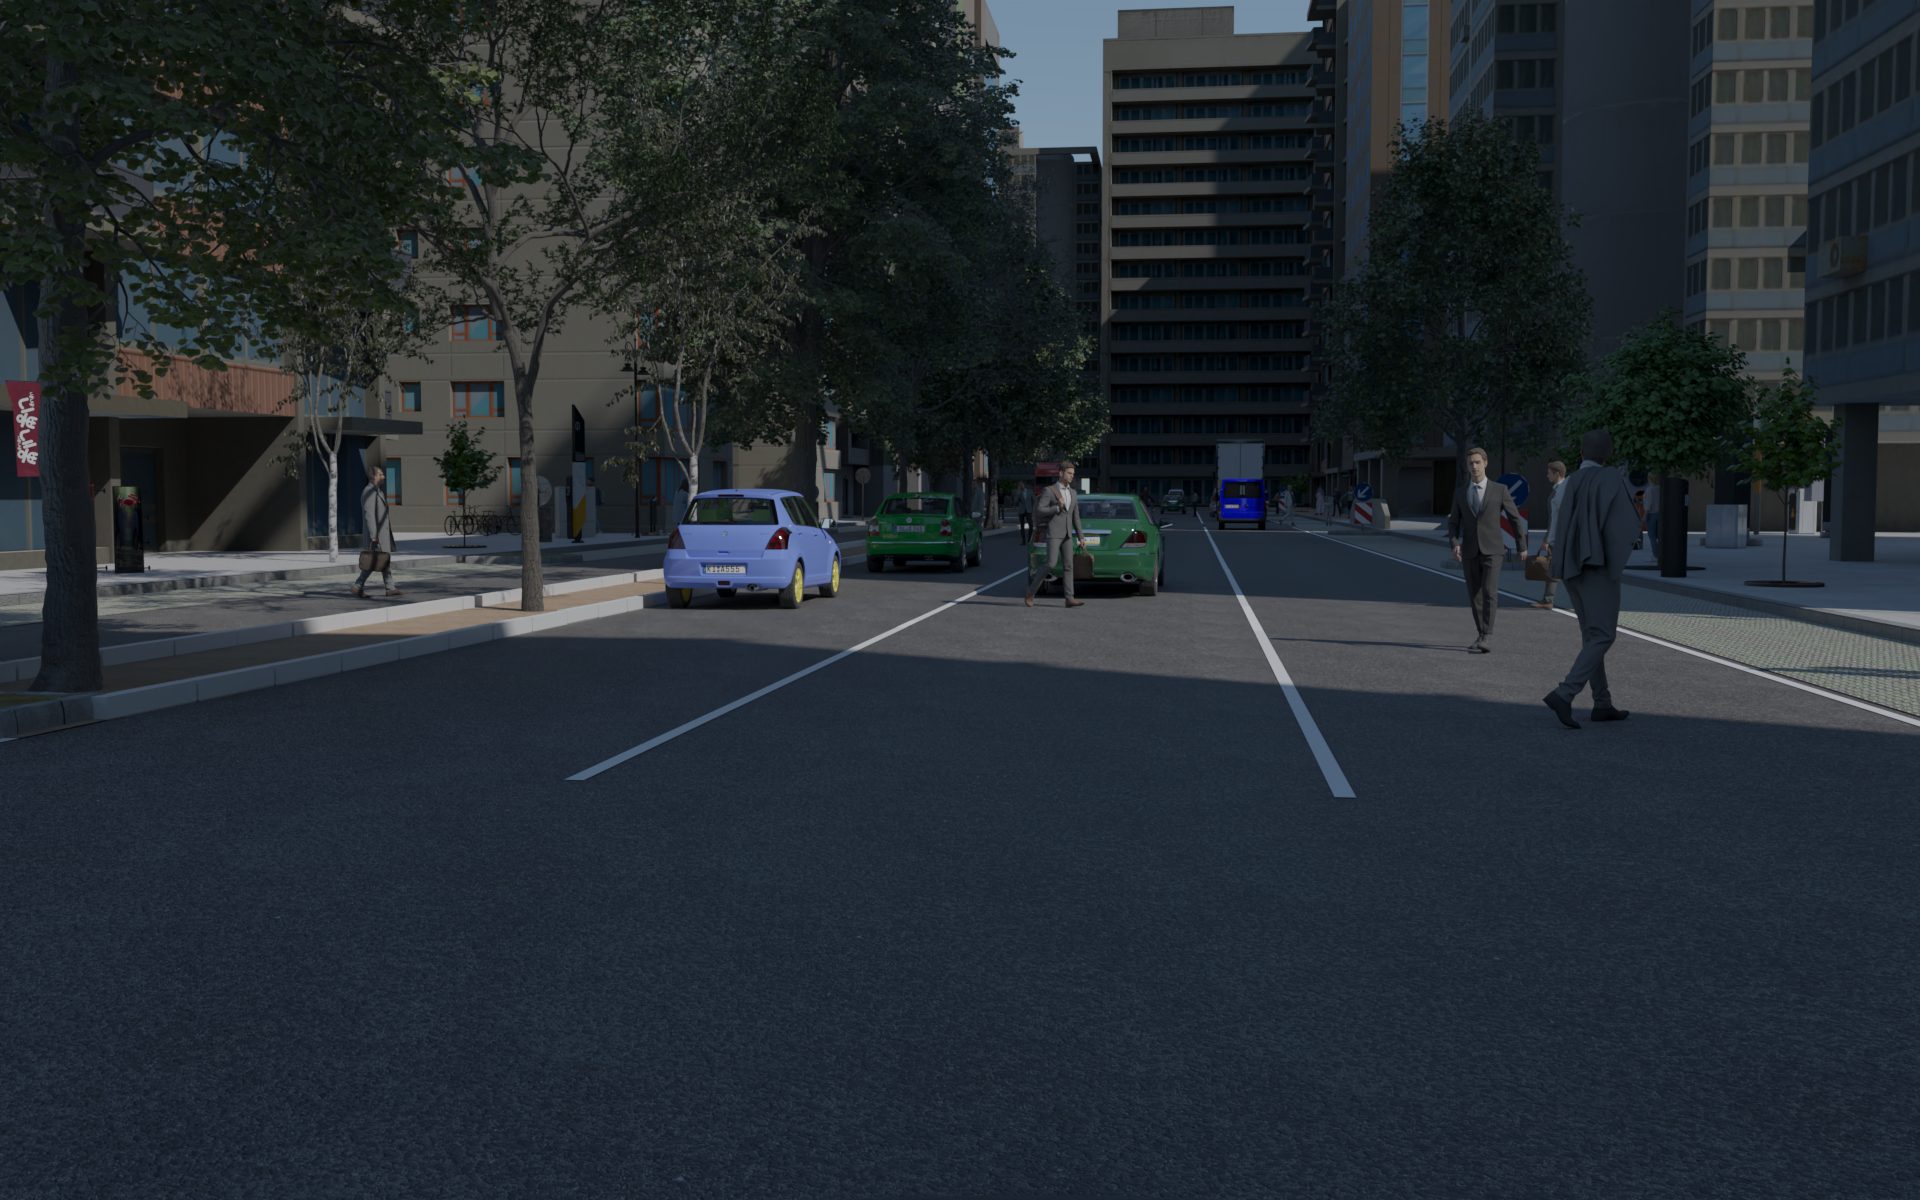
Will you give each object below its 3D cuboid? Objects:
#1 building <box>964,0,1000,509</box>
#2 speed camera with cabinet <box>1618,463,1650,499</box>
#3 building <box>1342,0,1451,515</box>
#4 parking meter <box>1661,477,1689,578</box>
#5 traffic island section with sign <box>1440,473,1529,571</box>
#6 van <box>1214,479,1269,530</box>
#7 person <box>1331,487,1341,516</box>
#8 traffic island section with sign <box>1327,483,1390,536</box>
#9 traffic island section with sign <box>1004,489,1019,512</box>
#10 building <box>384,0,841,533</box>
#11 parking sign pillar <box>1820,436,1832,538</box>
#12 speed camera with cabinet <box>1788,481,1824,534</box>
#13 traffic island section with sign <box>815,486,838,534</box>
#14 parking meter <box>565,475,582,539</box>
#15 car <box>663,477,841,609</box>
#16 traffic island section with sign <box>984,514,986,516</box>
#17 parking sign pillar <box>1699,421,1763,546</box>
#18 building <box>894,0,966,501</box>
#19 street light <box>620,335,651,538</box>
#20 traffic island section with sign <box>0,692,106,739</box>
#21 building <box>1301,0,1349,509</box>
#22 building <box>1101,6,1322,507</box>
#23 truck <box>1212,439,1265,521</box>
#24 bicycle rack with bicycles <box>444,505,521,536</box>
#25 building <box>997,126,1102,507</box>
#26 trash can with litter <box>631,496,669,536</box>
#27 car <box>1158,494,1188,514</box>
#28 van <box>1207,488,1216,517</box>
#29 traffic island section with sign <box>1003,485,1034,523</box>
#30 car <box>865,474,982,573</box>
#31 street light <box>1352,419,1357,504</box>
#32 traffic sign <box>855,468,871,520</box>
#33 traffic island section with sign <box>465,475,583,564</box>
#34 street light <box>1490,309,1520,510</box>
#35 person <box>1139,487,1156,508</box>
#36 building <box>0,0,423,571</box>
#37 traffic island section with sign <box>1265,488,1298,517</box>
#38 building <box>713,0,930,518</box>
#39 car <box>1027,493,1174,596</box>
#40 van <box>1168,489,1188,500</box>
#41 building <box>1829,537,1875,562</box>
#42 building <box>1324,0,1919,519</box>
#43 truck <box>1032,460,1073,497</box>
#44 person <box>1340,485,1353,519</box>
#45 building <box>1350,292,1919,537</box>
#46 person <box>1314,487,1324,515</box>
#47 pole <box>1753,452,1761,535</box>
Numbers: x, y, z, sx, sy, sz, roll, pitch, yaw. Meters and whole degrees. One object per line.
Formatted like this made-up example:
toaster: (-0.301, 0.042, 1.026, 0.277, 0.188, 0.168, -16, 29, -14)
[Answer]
building: (-4.315, -30.819, 154.007, 14.200, 45.320, 14.600, 0, 4, 7)
speed camera with cabinet: (16.132, -2.987, 43.167, 2.038, 3.252, 0.660, 0, 4, -2)
building: (29.139, -27.274, 96.041, 14.600, 45.320, 14.200, 0, 4, 7)
parking meter: (11.013, -1.118, 26.684, 0.372, 1.533, 0.369, 0, 3, 0)
traffic island section with sign: (10.290, -1.500, 33.154, 1.989, 1.847, 2.006, 0, 4, 7)
van: (11.451, -4.034, 70.339, 2.240, 2.365, 5.245, 1, 4, 9)
person: (21.704, -5.683, 99.874, 0.530, 1.710, 0.541, -3, 5, -40)
traffic island section with sign: (13.866, -3.165, 60.369, 1.989, 1.847, 2.006, 0, 4, 7)
traffic island section with sign: (4.490, -7.969, 138.923, 1.989, 1.847, 2.006, 0, 4, 7)
building: (-21.427, -13.873, 71.867, 27.650, 21.520, 28.899, 0, 4, 7)
parking sign pillar: (25.919, -3.792, 50.472, 1.447, 3.967, 1.447, -2, 4, -33)
speed camera with cabinet: (27.011, -3.717, 55.112, 0.660, 3.252, 2.038, 0, 4, 7)
traffic island section with sign: (-5.491, -3.319, 62.894, 1.989, 1.847, 2.006, 0, 4, 7)
parking meter: (-11.019, -2.672, 49.401, 0.399, 1.863, 0.255, -3, 5, -44)
car: (-2.669, -0.818, 22.961, 1.945, 1.707, 3.694, 0, 4, 7)
traffic island section with sign: (0.987, -6.334, 112.196, 1.989, 1.847, 2.006, 0, 4, 7)
parking sign pillar: (19.189, -3.334, 42.983, 1.447, 3.967, 1.447, 0, 4, 4)
building: (-7.423, -26.805, 121.860, 14.154, 41.232, 14.086, 0, 4, 7)
street light: (-9.442, -4.754, 50.520, 0.468, 5.910, 1.993, 0, 4, 7)
traffic island section with sign: (-6.582, -0.127, 10.210, 2.006, 1.907, 1.989, 0, 4, 7)
building: (39.524, -29.733, 140.755, 22.147, 44.769, 28.867, 0, 4, 7)
building: (25.540, -33.839, 176.970, 21.600, 48.544, 21.300, 0, 4, 7)
truck: (15.080, -6.412, 93.747, 2.839, 4.237, 11.283, 1, 4, 8)
bicycle rack with bicycles: (-14.727, -2.467, 53.714, 2.852, 0.926, 2.925, 3, 4, 38)
building: (3.663, -30.216, 185.914, 23.993, 40.220, 32.217, 0, 4, 7)
trash can with litter: (-9.358, -2.613, 53.772, 1.678, 1.210, 2.233, 0, 4, 1)
car: (15.291, -6.875, 124.211, 2.131, 1.459, 4.920, 0, 4, 7)
van: (16.365, -6.140, 107.395, 2.013, 2.044, 4.112, 0, 4, 6)
traffic island section with sign: (3.188, -4.684, 84.713, 2.006, 1.907, 1.989, 0, 4, 7)
car: (-0.633, -1.480, 32.987, 1.959, 1.807, 4.718, 0, 4, 7)
street light: (18.780, -6.714, 82.556, 0.468, 5.910, 1.993, 0, 4, 7)
traffic sign: (-4.718, -5.141, 84.161, 0.768, 2.556, 0.104, 1, 4, 10)
traffic island section with sign: (-9.001, -1.684, 36.167, 1.989, 1.847, 2.006, 0, 4, 7)
street light: (13.651, -4.324, 43.480, 0.468, 5.910, 1.993, 0, 4, 7)
person: (9.502, -4.901, 88.762, 1.348, 1.807, 0.705, -3, 4, -37)
building: (-24.758, -23.232, 34.464, 22.147, 44.769, 28.867, 0, 4, 7)
traffic island section with sign: (20.337, -6.179, 109.656, 1.989, 1.847, 2.006, 0, 4, 7)
building: (-9.856, -20.567, 107.973, 14.160, 30.474, 14.107, 0, 4, 7)
car: (2.088, -0.856, 25.793, 2.131, 1.459, 4.920, 1, 4, 9)
van: (19.584, -9.146, 156.546, 2.013, 2.044, 4.112, 1, 4, 9)
building: (26.702, -20.168, 21.628, 23.993, 40.220, 32.217, 0, 4, 7)
building: (41.065, -25.823, 114.086, 32.217, 40.220, 23.993, 0, 4, 7)
truck: (7.754, -9.450, 143.421, 2.839, 4.237, 11.283, 0, 4, 7)
person: (20.360, -5.105, 90.294, 1.217, 1.735, 0.721, 3, 5, 40)
building: (32.321, -22.912, 66.490, 32.217, 40.220, 23.993, 0, 4, 7)
person: (21.982, -6.060, 105.798, 0.621, 1.740, 0.551, 3, 5, 42)
pole: (25.188, -3.721, 54.677, 0.158, 3.312, 0.155, 0, 3, 0)
